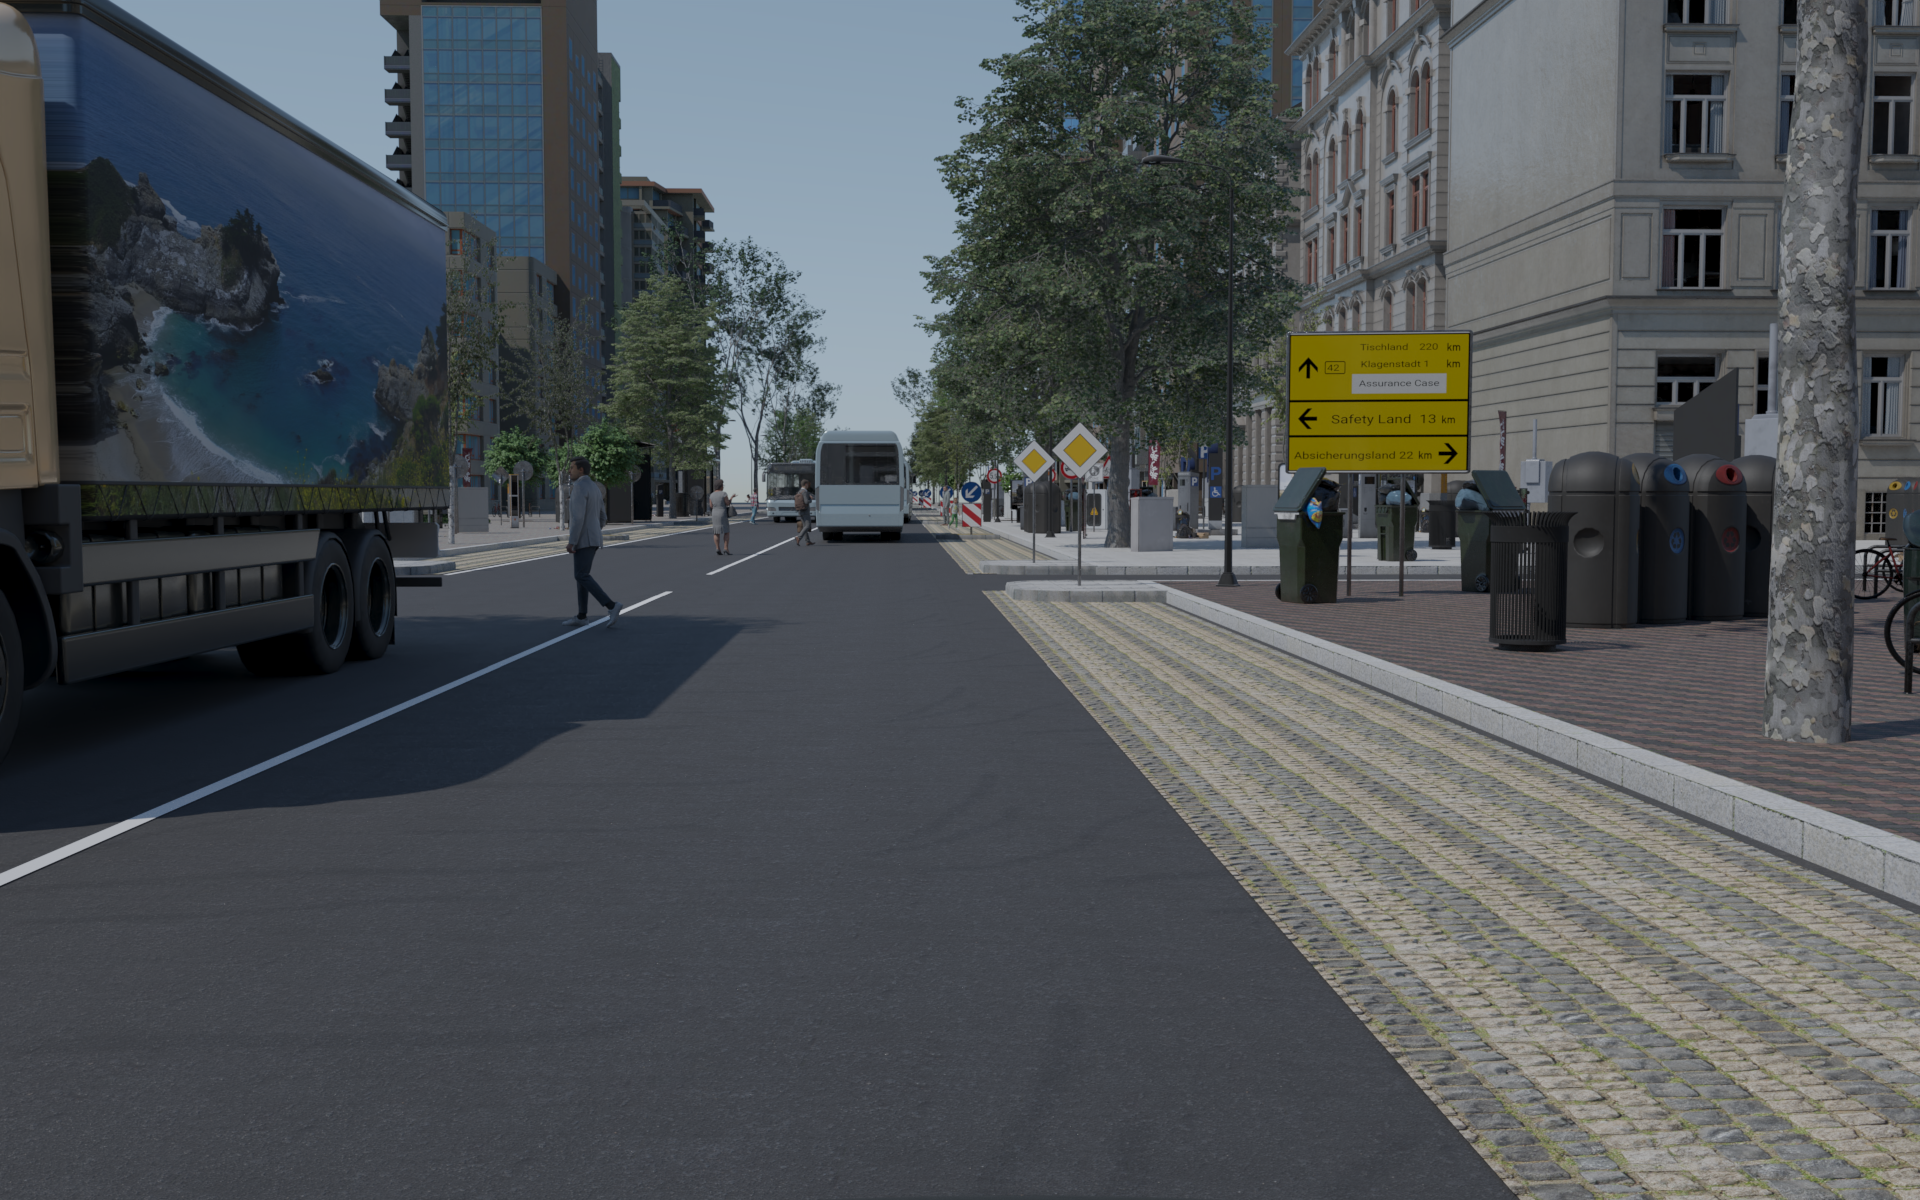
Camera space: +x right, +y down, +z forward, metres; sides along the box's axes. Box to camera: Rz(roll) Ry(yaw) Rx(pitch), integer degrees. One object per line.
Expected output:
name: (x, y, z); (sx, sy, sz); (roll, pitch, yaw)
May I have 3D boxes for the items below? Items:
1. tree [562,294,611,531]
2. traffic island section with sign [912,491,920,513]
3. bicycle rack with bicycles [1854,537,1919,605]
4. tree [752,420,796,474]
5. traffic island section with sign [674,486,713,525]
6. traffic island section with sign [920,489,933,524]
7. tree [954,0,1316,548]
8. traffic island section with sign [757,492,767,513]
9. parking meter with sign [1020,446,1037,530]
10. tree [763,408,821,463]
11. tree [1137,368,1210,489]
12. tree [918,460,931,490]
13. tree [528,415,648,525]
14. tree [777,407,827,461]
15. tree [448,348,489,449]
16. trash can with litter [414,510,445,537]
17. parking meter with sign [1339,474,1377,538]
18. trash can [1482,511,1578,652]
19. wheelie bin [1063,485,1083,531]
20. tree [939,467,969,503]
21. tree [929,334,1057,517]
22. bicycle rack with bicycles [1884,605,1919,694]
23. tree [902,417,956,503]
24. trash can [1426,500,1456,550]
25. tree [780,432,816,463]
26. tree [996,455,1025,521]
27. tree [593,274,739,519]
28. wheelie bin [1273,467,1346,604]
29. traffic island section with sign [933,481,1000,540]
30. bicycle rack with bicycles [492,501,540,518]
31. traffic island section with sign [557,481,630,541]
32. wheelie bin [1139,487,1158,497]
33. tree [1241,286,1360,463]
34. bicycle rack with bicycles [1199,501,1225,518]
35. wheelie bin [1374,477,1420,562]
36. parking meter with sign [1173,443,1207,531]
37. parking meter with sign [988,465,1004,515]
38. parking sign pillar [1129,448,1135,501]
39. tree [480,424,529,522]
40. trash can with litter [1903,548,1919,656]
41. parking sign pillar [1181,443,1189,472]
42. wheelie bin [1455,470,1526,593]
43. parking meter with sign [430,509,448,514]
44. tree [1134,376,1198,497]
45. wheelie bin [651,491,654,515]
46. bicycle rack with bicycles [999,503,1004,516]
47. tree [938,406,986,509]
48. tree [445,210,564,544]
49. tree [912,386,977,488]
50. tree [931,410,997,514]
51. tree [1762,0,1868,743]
tree: (-14.020, -6.724, 60.292); (4.360, 8.622, 3.978); (0, 3, 0)
traffic island section with sign: (-2.617, -7.542, 131.943); (1.989, 1.847, 2.006); (0, 4, -2)
bicycle rack with bicycles: (12.465, -0.494, 21.459); (2.925, 0.926, 2.852); (2, 4, 25)
tree: (-18.075, -13.292, 167.694); (4.737, 8.622, 4.395); (0, 3, 0)
traffic island section with sign: (-12.325, -4.439, 81.202); (1.989, 1.847, 2.006); (0, 4, -2)
traffic island section with sign: (-0.767, -4.489, 82.017); (1.989, 1.847, 2.006); (0, 4, -2)
tree: (3.903, -8.227, 41.165); (9.857, 13.997, 8.962); (0, 3, 0)
traffic island section with sign: (-14.107, -7.393, 129.507); (1.989, 1.847, 2.006); (0, 4, -2)
parking meter with sign: (2.512, -4.053, 62.524); (0.543, 3.016, 1.738); (1, 4, 11)
tree: (-20.122, -17.240, 207.636); (9.928, 11.665, 9.643); (0, 3, 0)
tree: (10.066, -7.843, 78.599); (4.737, 8.622, 4.395); (0, 3, 0)
tree: (-3.040, -16.390, 218.338); (4.360, 8.622, 3.978); (0, 3, 0)
tree: (-14.598, -5.376, 71.615); (4.285, 4.588, 4.351); (0, 3, 0)
tree: (-20.095, -18.756, 224.791); (7.486, 12.596, 7.792); (0, 3, 0)
tree: (-25.183, -8.197, 84.387); (4.737, 8.622, 4.395); (0, 3, 0)
trash can with litter: (-16.392, -2.542, 52.625); (1.678, 1.210, 2.233); (-2, 4, -23)
parking meter with sign: (11.898, -3.297, 50.172); (1.738, 3.016, 0.543); (0, 4, 5)
trash can: (4.685, -0.160, 14.272); (0.748, 1.137, 0.748); (0, 3, 0)
wheelie bin: (3.969, -3.176, 59.844); (0.693, 1.594, 0.980); (-1, 4, -19)
tree: (-0.526, -11.579, 173.031); (4.285, 4.588, 4.351); (0, 3, 0)
tree: (1.856, -10.485, 97.181); (9.928, 11.665, 9.643); (0, 3, 0)
bicycle rack with bicycles: (7.336, 0.141, 11.077); (2.852, 0.926, 2.925); (-2, 4, -33)
tree: (-4.469, -20.335, 249.485); (9.611, 12.733, 9.660); (0, 3, 0)
trash can: (11.166, -1.739, 40.094); (0.748, 1.137, 0.748); (0, 3, 0)
tree: (-19.050, -15.358, 201.471); (4.360, 8.622, 3.978); (0, 3, 0)
tree: (2.440, -5.385, 82.653); (1.663, 3.219, 1.824); (0, 3, 0)
tree: (-15.312, -10.527, 90.243); (7.486, 12.596, 7.792); (0, 3, 0)
wheelie bin: (4.141, -0.772, 20.524); (0.693, 1.594, 0.980); (-1, 4, -18)
traffic island section with sign: (0.226, -2.839, 55.048); (1.989, 1.847, 2.006); (0, 4, -2)
bicycle rack with bicycles: (-24.376, -5.022, 95.494); (2.852, 0.926, 2.925); (-2, 4, -27)
traffic island section with sign: (-11.315, -2.753, 53.636); (1.989, 1.847, 2.006); (0, 4, -2)
wheelie bin: (7.779, -3.946, 72.432); (0.980, 1.594, 0.693); (0, 4, 5)
tree: (11.761, -6.738, 60.527); (4.737, 8.622, 4.395); (0, 3, 0)
bicycle rack with bicycles: (13.855, -4.924, 93.894); (2.852, 0.926, 2.925); (0, 4, -6)
wheelie bin: (8.341, -1.540, 33.091); (0.693, 1.594, 0.980); (-1, 4, -16)
parking meter with sign: (7.859, -3.868, 59.502); (0.543, 3.016, 1.738); (-2, 4, -31)
parking meter with sign: (2.373, -6.603, 104.216); (0.543, 3.016, 1.738); (2, 4, 35)
parking sign pillar: (8.954, -6.527, 95.182); (1.447, 3.967, 1.447); (0, 4, 0)
tree: (-20.692, -5.952, 81.033); (4.285, 4.588, 4.351); (0, 3, 0)
trash can with litter: (7.869, -0.145, 13.766); (0.624, 1.170, 1.055); (1, 4, 20)
parking sign pillar: (11.932, -6.208, 89.980); (1.447, 3.967, 1.447); (-1, 4, -19)
wheelie bin: (6.934, -0.910, 22.791); (0.980, 1.594, 0.693); (-2, 4, -30)
parking meter with sign: (-24.496, -5.184, 81.017); (0.543, 3.016, 1.738); (-3, 5, -40)
tree: (12.304, -9.284, 102.161); (4.360, 8.622, 3.978); (0, 3, 0)
wheelie bin: (-16.193, -4.976, 89.268); (0.980, 1.594, 0.693); (-3, 4, -38)
bicycle rack with bicycles: (3.383, -5.377, 101.288); (2.925, 0.926, 2.852); (0, 4, -8)
tree: (0.057, -11.421, 137.099); (4.737, 8.622, 4.395); (0, 3, 0)
tree: (-13.344, -5.760, 44.541); (4.360, 8.622, 3.978); (0, 3, 0)
tree: (-0.963, -15.174, 166.219); (7.486, 12.596, 7.792); (0, 3, 0)
tree: (1.216, -9.762, 109.971); (4.360, 8.622, 3.978); (0, 3, 0)
tree: (5.688, -9.385, 9.334); (12.611, 20.169, 13.585); (0, 3, 0)
